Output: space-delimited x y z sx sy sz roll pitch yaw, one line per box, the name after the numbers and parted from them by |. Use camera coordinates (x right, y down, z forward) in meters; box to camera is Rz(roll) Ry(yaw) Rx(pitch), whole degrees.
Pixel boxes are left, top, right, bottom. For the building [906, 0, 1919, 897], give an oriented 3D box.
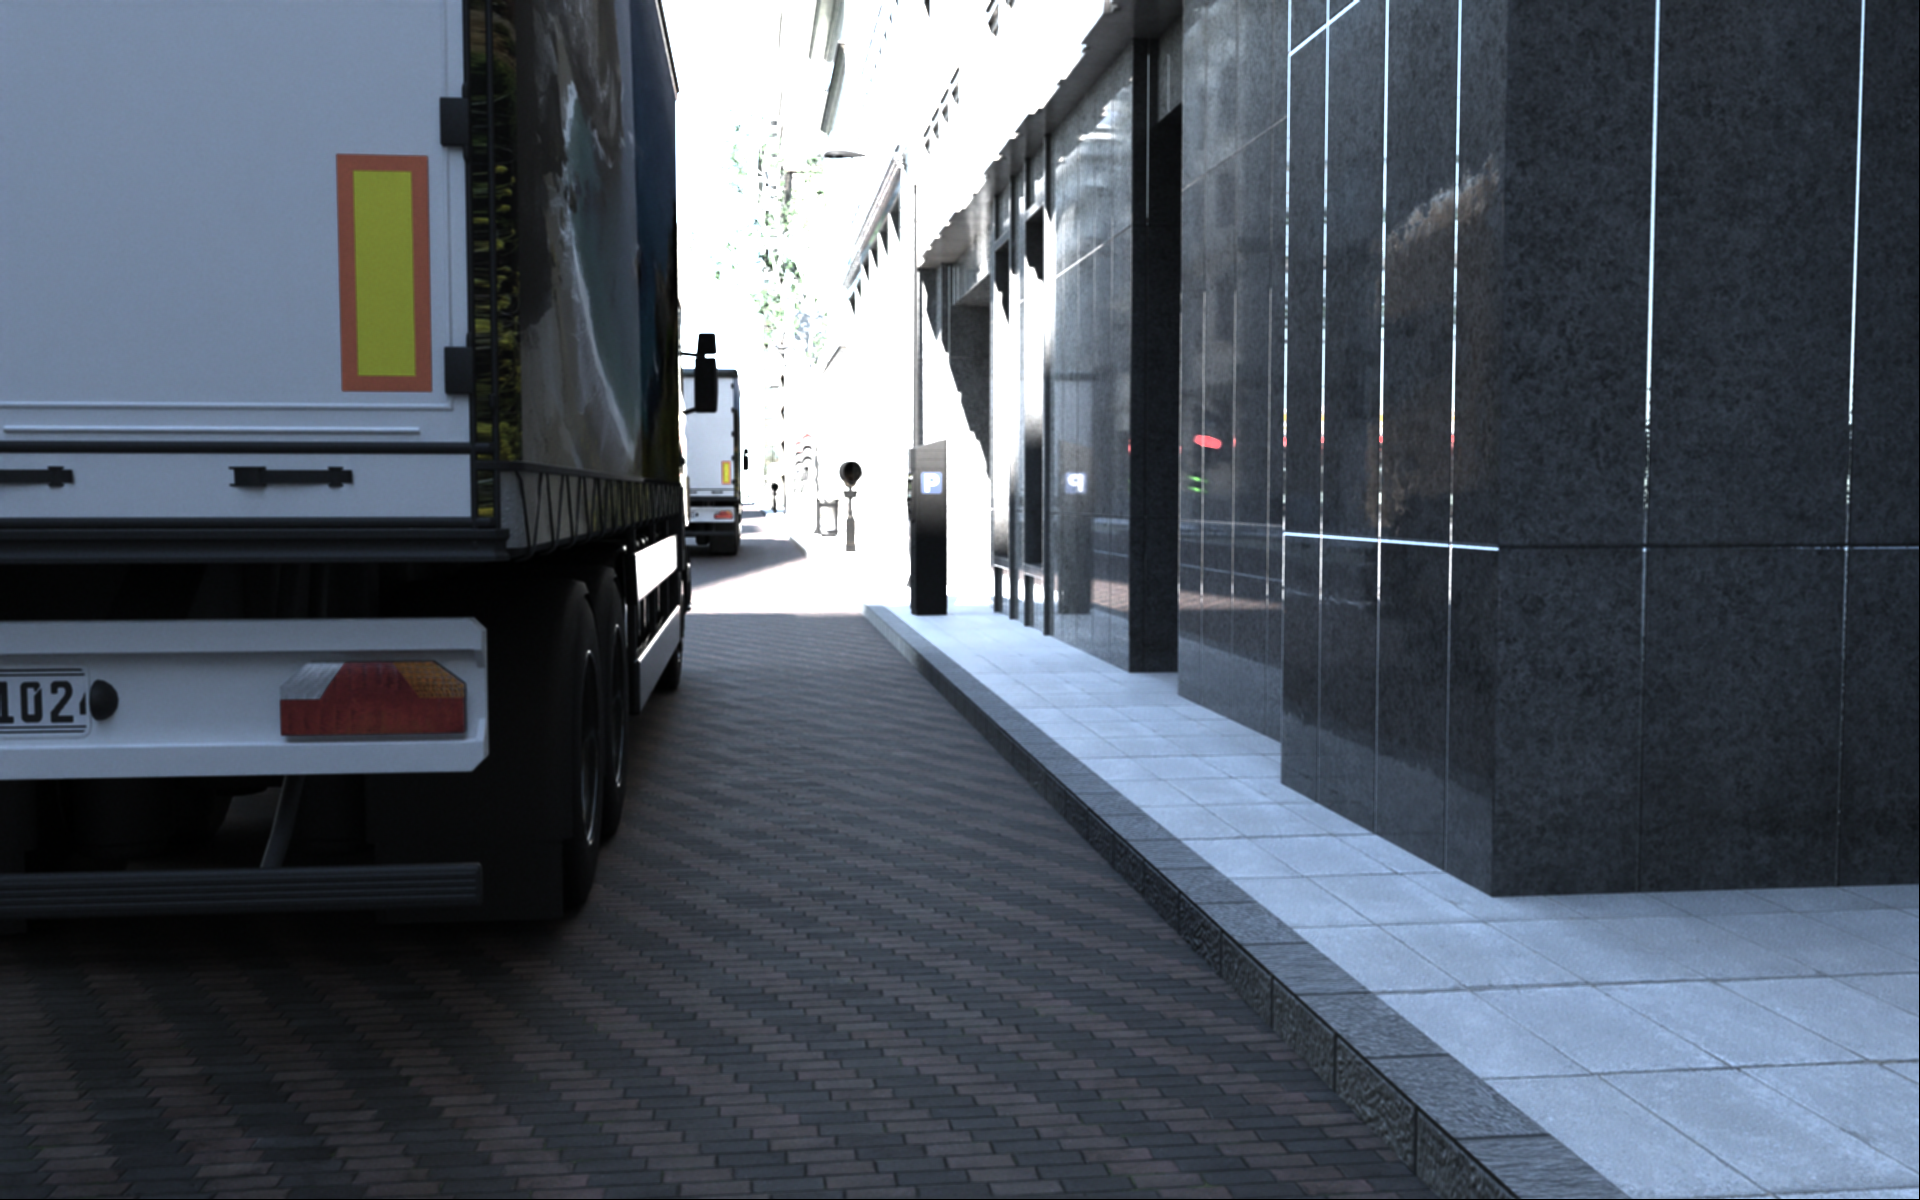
6.423 -12.068 15.335 12.078 24.808 19.932 0 4 -7 | building

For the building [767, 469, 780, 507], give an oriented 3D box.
-8.802 -44.846 171.484 20.563 71.187 20.611 0 4 -7 | building

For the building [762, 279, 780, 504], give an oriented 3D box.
-19.478 -28.211 232.954 14.160 30.474 14.107 0 4 -7 | building

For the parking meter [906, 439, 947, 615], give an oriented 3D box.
-0.350 -0.776 18.394 0.399 1.863 0.255 -1 4 -16 | parking meter

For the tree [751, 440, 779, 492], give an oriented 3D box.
-24.729 -16.687 223.186 4.360 8.622 3.978 0 3 0 | tree

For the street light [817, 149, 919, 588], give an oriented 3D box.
-1.141 -3.119 23.530 1.470 5.913 1.316 0 4 -7 | street light

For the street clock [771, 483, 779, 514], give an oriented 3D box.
-12.111 -6.660 113.461 0.471 2.002 0.358 0 4 3 | street clock

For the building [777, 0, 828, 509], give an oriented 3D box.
-4.943 -32.277 151.427 21.300 48.544 21.600 0 4 -7 | building

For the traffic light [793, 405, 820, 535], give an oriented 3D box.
-4.836 -4.017 54.601 0.839 4.253 0.868 0 4 -7 | traffic light

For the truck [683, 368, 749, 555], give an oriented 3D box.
-6.801 -3.369 43.991 2.839 4.237 11.283 0 4 -7 | truck

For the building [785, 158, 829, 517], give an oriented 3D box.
-5.081 -15.272 104.447 10.420 20.320 16.860 0 4 -7 | building

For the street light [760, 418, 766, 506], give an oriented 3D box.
-11.254 -8.137 105.574 1.470 5.913 1.316 0 4 -7 | street light

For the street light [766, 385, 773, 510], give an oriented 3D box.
-7.405 -6.194 73.817 1.470 5.913 1.316 0 4 -7 | street light

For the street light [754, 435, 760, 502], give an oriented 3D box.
-15.219 -10.018 136.341 1.470 5.913 1.316 0 4 -7 | street light

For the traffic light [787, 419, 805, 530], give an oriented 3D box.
-5.826 -4.502 62.525 0.839 4.253 0.868 0 4 -7 | traffic light

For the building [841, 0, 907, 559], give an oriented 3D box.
3.606 -16.066 40.168 11.434 29.767 29.804 0 4 -7 | building

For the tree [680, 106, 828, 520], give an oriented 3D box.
-8.842 -14.104 86.483 12.611 20.169 13.585 0 3 0 | tree

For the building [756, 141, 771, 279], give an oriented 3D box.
-15.204 -40.695 254.594 28.713 52.752 27.495 0 4 -7 | building

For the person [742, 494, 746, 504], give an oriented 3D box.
-32.176 -15.056 257.853 0.628 1.438 0.799 -1 4 -9 | person

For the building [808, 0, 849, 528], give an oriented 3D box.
9.132 -14.571 71.519 30.059 22.955 16.112 0 4 -7 | building

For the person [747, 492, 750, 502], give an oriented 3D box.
-32.176 -15.547 263.605 0.541 1.710 0.530 -1 4 -23 | person

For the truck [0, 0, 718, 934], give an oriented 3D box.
-2.823 -1.239 9.163 2.839 4.237 11.283 0 4 -7 | truck

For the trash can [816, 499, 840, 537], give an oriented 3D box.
-3.925 -2.444 51.609 0.748 1.137 0.748 0 3 0 | trash can

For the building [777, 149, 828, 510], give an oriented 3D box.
-6.745 -20.076 125.508 12.463 27.353 25.104 0 4 -7 | building

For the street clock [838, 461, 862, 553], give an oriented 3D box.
-2.401 -2.042 37.958 0.471 2.002 0.358 -2 4 -32 | street clock

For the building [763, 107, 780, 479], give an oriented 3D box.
-10.640 -35.401 198.417 23.786 49.044 30.456 0 4 -7 | building

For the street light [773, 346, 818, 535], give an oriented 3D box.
-5.053 -5.014 54.527 1.470 5.913 1.316 0 4 -7 | street light

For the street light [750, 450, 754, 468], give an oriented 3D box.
-20.868 -12.732 180.711 1.470 5.913 1.316 0 4 -7 | street light
